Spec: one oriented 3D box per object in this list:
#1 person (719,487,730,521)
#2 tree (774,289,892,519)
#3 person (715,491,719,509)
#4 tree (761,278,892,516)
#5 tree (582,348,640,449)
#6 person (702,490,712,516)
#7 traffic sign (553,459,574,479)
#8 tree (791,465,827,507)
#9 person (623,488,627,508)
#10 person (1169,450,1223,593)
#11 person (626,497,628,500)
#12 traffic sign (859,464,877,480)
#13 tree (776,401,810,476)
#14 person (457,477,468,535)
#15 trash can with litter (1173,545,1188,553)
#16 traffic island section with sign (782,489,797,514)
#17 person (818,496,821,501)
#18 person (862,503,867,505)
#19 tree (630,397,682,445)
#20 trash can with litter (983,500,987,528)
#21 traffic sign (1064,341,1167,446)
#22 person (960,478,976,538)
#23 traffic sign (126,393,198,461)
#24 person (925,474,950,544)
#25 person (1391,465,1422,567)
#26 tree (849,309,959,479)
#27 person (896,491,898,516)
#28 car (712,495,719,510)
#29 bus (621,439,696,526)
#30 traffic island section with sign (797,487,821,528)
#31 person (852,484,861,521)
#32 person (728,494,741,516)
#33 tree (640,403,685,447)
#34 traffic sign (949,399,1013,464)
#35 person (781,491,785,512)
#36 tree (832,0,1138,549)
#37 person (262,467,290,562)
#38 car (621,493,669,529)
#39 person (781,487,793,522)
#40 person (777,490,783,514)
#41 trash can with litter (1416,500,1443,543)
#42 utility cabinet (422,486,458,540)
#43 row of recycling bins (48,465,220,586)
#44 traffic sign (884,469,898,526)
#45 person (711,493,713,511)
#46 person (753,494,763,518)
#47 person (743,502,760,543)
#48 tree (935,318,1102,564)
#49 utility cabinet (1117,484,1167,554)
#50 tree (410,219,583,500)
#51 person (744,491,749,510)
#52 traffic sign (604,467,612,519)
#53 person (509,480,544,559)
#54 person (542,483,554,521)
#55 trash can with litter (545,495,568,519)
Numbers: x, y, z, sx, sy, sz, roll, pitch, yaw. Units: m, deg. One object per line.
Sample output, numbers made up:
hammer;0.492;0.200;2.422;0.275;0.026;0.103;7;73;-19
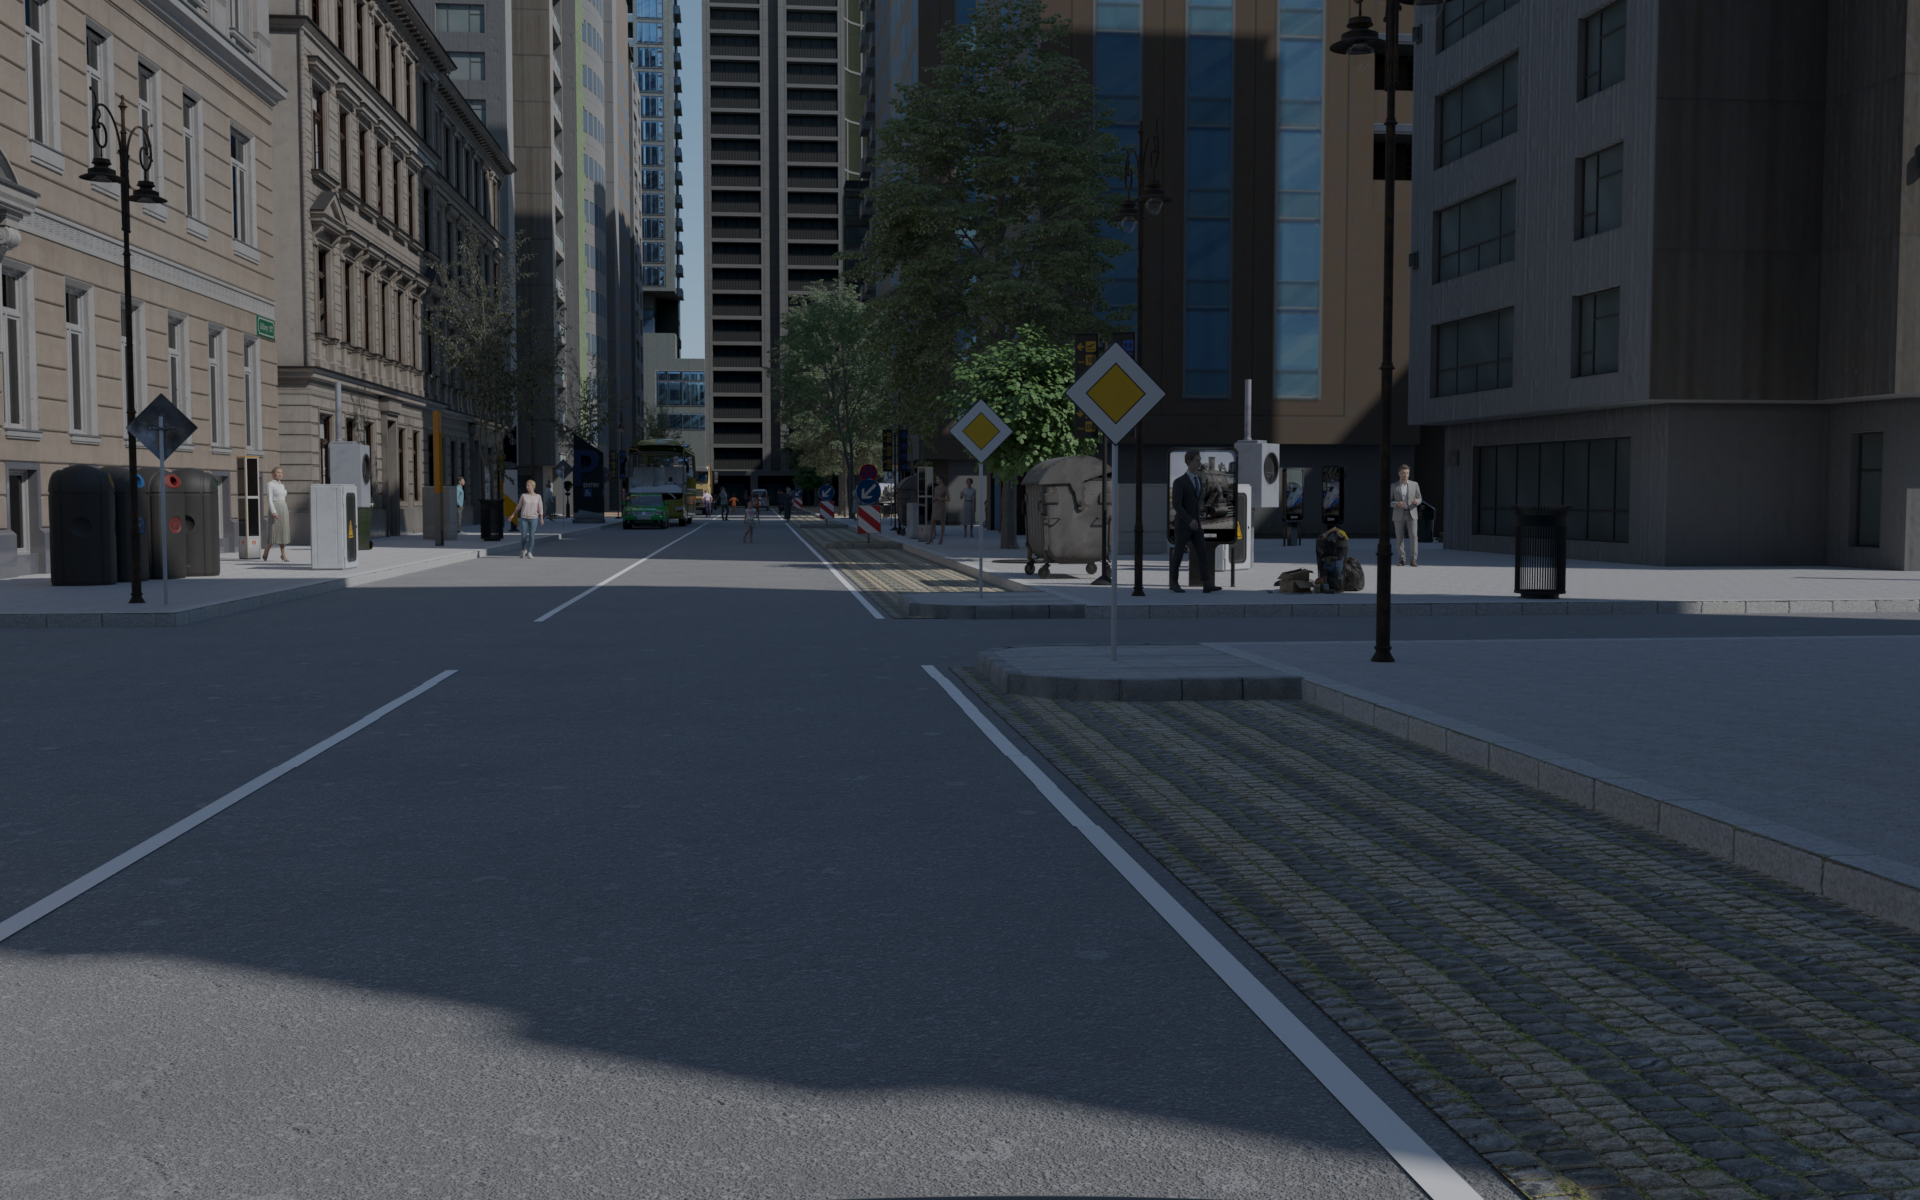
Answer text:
person;-12.686;-5.181;93.399;0.473;1.802;0.592;3;5;45
tree;-5.746;-9.991;89.106;9.928;11.665;9.643;0;3;0
person;-23.912;-9.872;170.623;1.217;1.735;0.721;-2;4;-34
tree;-6.836;-11.947;101.987;9.857;13.997;8.962;0;3;0
tree;-18.834;-8.340;86.724;4.360;8.622;3.978;0;3;0
person;-16.247;-6.214;111.030;0.756;1.711;0.436;-2;4;-28
traffic sign;-14.804;-3.968;64.607;0.795;2.593;0.064;0;4;3
tree;-14.494;-11.184;166.578;4.285;4.588;4.351;0;3;0
person;-23.162;-6.887;119.559;0.530;1.710;0.541;2;4;31
person;3.036;-1.016;22.431;0.659;1.850;0.755;-3;5;-43
person;-22.226;-6.815;117.556;0.705;1.814;1.350;1;4;16
traffic sign;-3.877;-4.482;73.384;0.768;2.556;0.104;0;4;-1
tree;-14.512;-15.611;173.366;7.486;12.596;7.792;0;3;0
person;-15.885;-2.972;54.655;0.620;1.820;0.660;-1;4;-18
trash can with litter;5.064;-1.592;37.412;1.055;1.170;0.624;3;5;41
traffic island section with sign;-11.715;-7.046;123.831;1.989;1.847;2.006;0;4;-7
person;-10.805;-7.776;136.365;0.628;1.438;0.799;2;4;27
person;-4.396;-4.529;80.352;0.793;1.790;0.793;-1;4;-23
tree;-22.949;-11.014;130.434;4.737;8.622;4.395;0;3;0
trash can with litter;1.079;-3.311;65.521;0.624;1.170;1.055;-1;4;-18
traffic sign;1.207;-0.677;13.256;0.795;2.593;0.064;0;4;-7
person;0.241;-2.719;51.069;0.480;1.755;0.524;0;4;0
traffic sign;-9.254;-1.095;20.095;0.795;2.593;0.064;0;4;-7
person;-0.561;-2.308;44.128;0.599;1.781;0.374;3;4;37
person;7.888;-1.495;30.693;0.606;1.804;0.583;0;4;5
tree;-1.830;-7.033;65.354;4.737;8.622;4.395;0;3;0
person;-3.546;-5.858;101.784;1.348;1.831;0.705;2;4;28
car;-23.000;-9.050;157.756;2.009;1.686;4.222;-1;4;-8
bus;-13.799;-5.447;80.613;2.896;3.916;12.252;0;4;-6
traffic island section with sign;-5.735;-3.922;72.755;1.989;1.847;2.006;0;4;-7
person;-4.839;-4.603;81.871;0.524;1.755;0.480;3;5;43
person;-15.069;-6.325;115.180;1.065;1.426;0.557;-2;4;-27
tree;-24.159;-11.544;139.102;4.360;8.622;3.978;0;3;0
traffic sign;0.278;-1.162;21.187;0.795;2.593;0.064;0;4;-7
person;-14.344;-7.985;139.974;0.541;1.710;0.530;-2;4;-35
tree;0.774;-7.459;40.079;7.486;12.596;7.792;0;3;0
person;-13.002;-1.627;32.863;0.641;1.798;0.478;2;4;31
car;-12.981;-3.843;71.629;1.959;1.807;4.718;0;4;-8
person;-8.855;-4.885;88.797;0.576;1.772;0.534;-2;4;-35
person;-13.088;-7.122;125.871;0.541;1.710;0.530;-3;5;-42
trash can with litter;12.522;-2.107;45.833;1.055;1.170;0.624;0;4;5
utility cabinet;-14.509;-2.421;48.263;1.173;1.500;0.318;3;4;37
row of recycling bins;-12.265;-1.141;25.767;1.069;1.692;3.534;0;4;7
traffic sign;-2.739;-4.088;68.964;0.606;2.300;0.079;0;4;-4
person;-20.366;-8.123;141.455;0.705;1.807;1.348;-1;4;-11
person;-11.946;-5.511;101.858;1.065;1.426;0.557;2;4;35
person;-6.110;-2.278;50.764;0.505;1.210;0.382;-1;4;-12
tree;1.240;-2.980;32.445;4.285;4.588;4.351;0;3;0
utility cabinet;3.834;-1.727;36.908;1.173;1.500;0.318;-2;4;-24
tree;-12.764;-5.943;47.523;4.360;8.622;3.978;0;3;0
person;-19.749;-9.259;160.610;0.721;1.743;1.217;1;4;11
traffic sign;-16.649;-4.939;80.861;0.768;2.556;0.104;0;4;-2
person;-9.673;-1.797;38.546;0.731;1.740;0.598;-1;4;-21
person;-19.272;-4.570;80.994;0.641;1.798;0.478;-1;4;-11
trash can with litter;-20.810;-4.798;89.505;1.678;1.210;2.233;0;4;1
